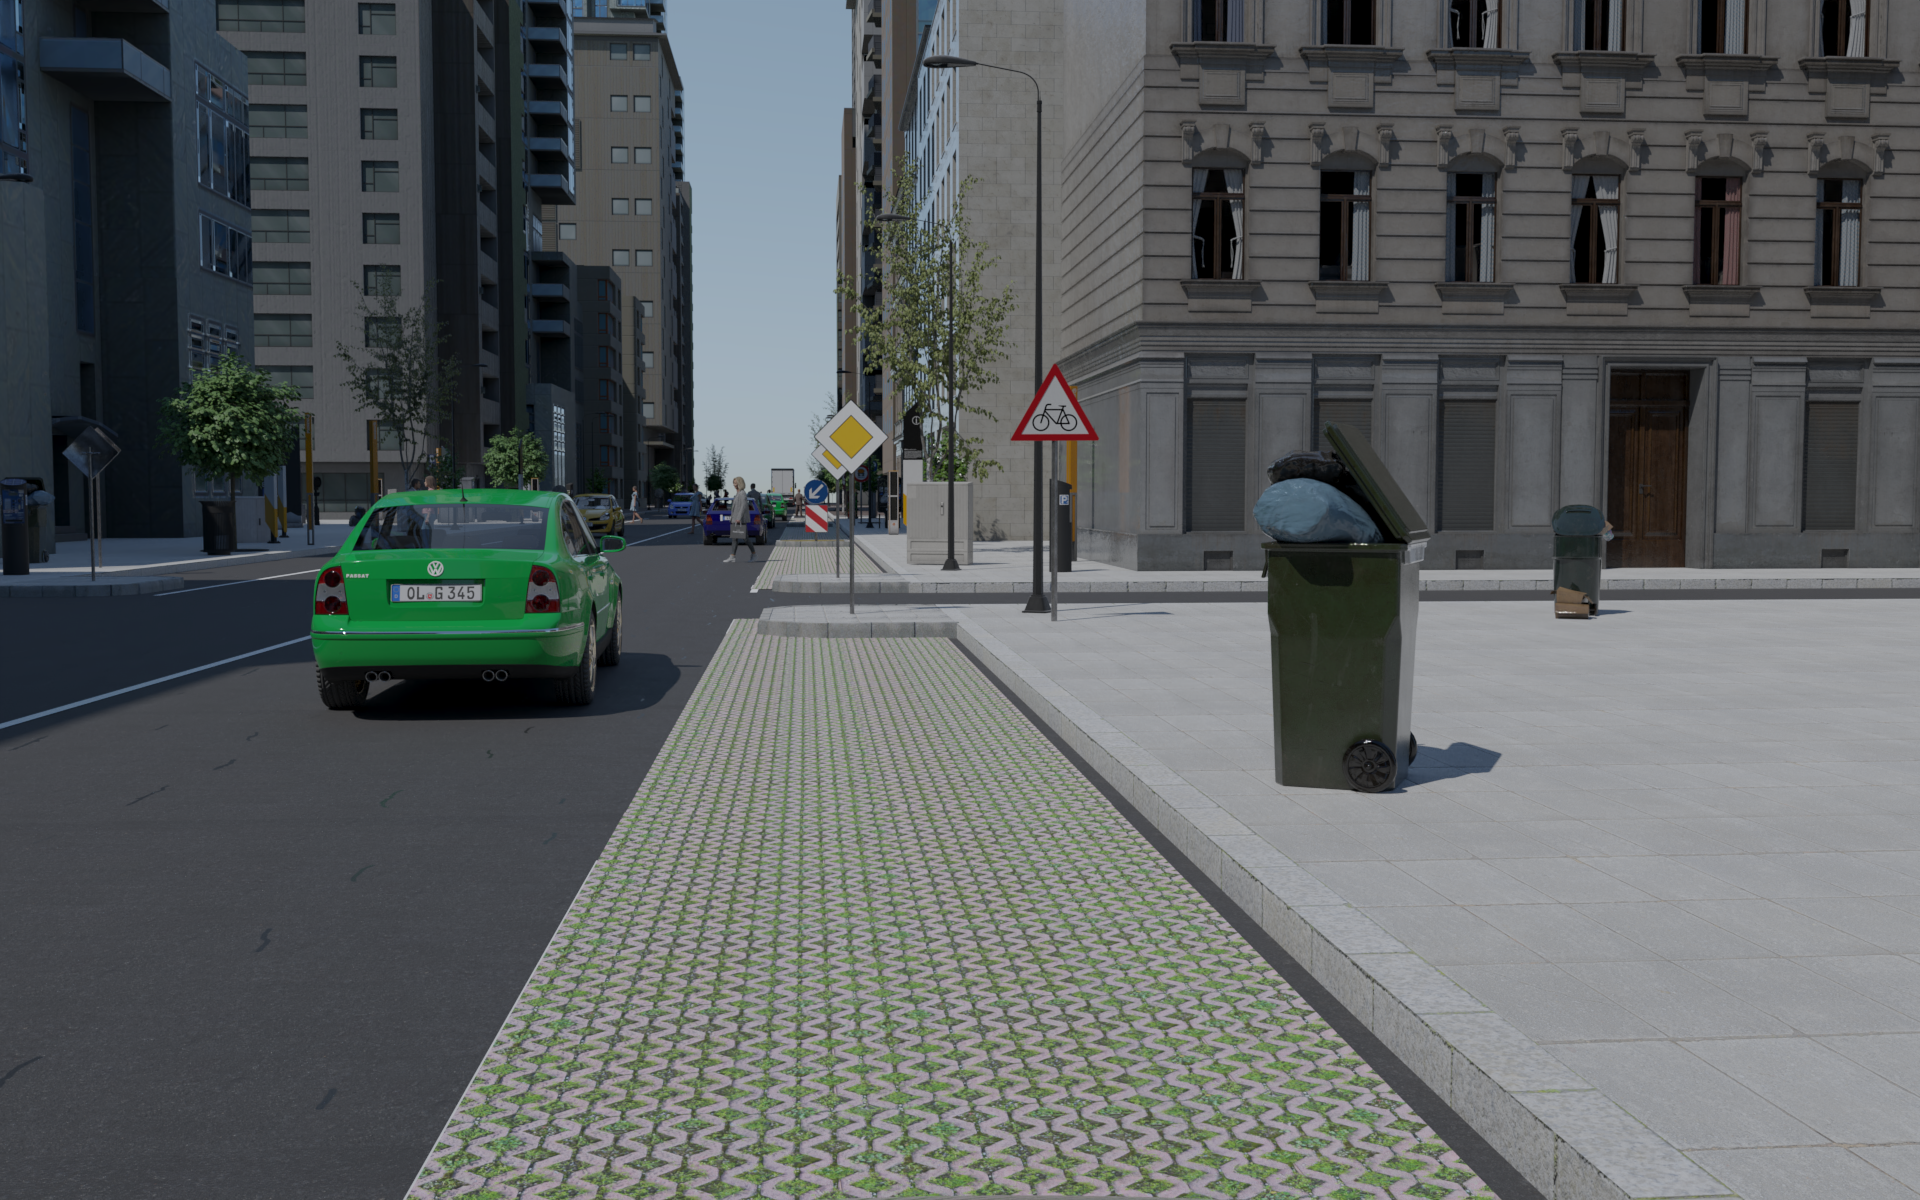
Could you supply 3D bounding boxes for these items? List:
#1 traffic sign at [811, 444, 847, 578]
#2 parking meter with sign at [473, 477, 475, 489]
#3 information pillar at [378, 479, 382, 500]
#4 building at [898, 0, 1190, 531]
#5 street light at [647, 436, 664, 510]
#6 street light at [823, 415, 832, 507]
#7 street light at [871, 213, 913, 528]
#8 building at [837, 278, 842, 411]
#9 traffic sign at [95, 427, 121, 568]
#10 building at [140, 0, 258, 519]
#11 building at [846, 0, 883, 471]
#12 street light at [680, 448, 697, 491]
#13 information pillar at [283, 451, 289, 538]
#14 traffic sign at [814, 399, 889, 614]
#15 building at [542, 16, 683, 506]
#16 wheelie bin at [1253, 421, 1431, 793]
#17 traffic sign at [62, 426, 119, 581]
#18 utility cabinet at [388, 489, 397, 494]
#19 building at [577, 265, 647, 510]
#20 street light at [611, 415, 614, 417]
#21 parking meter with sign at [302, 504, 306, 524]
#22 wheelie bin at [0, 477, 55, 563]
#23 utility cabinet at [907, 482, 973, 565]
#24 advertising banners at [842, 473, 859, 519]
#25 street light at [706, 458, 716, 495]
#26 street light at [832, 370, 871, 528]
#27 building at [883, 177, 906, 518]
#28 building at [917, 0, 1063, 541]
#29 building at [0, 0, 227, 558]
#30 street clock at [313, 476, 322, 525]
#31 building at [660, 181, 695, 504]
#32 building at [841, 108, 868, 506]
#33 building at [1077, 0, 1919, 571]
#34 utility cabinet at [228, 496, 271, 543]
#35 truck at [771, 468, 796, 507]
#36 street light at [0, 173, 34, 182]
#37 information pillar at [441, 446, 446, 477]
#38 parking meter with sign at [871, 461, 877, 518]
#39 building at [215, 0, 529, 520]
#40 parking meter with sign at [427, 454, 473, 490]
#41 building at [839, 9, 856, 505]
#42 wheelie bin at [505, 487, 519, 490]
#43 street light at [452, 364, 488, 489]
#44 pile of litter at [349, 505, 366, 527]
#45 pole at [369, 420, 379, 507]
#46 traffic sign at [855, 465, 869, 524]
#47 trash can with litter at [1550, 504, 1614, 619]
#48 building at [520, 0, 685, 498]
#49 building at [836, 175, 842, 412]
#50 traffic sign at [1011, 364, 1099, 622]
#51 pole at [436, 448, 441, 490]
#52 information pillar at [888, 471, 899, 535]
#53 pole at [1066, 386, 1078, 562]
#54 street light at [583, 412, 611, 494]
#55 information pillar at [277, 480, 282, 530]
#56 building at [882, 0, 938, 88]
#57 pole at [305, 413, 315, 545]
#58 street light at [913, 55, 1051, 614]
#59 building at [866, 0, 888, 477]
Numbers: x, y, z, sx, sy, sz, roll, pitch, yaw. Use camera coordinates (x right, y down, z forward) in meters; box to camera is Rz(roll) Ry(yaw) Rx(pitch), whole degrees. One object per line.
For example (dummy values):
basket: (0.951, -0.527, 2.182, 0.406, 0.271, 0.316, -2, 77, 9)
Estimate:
traffic sign: (-1.869, -1.393, 26.423, 0.795, 2.450, 0.064, 0, 4, -5)
parking meter with sign: (-22.513, -5.058, 78.951, 1.738, 3.016, 0.543, 0, 4, -2)
information pillar: (-28.241, -4.874, 84.175, 0.304, 2.012, 0.304, -1, 4, -22)
building: (2.762, -13.730, 73.642, 9.793, 20.994, 18.267, 0, 4, -5)
street light: (-24.332, -10.145, 138.417, 1.470, 5.913, 1.316, 0, 4, -5)
street light: (-7.385, -8.052, 104.198, 1.470, 5.913, 1.316, 0, 4, -5)
street light: (-0.689, -3.447, 28.892, 1.470, 5.913, 1.316, 0, 4, -5)
building: (-9.468, -28.194, 232.674, 14.160, 30.474, 14.107, 0, 4, -5)
traffic sign: (-14.953, -1.766, 30.064, 0.795, 2.450, 0.064, 0, 4, -1)
building: (-36.282, -48.952, 113.031, 22.319, 86.520, 31.000, 0, 4, -5)
building: (4.095, -35.038, 162.110, 28.713, 52.752, 27.495, 0, 4, -5)
street light: (-27.595, -12.361, 174.648, 1.470, 5.913, 1.316, 0, 4, -5)
information pillar: (-19.947, -3.644, 50.935, 0.183, 3.616, 0.504, -3, 5, -40)
traffic sign: (-1.158, -0.907, 18.469, 0.795, 2.450, 0.064, 0, 4, -5)
building: (-46.504, -37.155, 196.727, 28.713, 52.752, 27.495, 0, 4, -5)
wheelie bin: (1.690, 0.013, 7.698, 0.693, 1.594, 0.980, 1, 4, 23)
traffic sign: (-12.772, -1.335, 25.471, 0.795, 2.450, 0.064, 0, 4, -5)
utility cabinet: (-25.063, -4.144, 76.435, 0.318, 1.500, 1.173, -1, 4, -22)
building: (-41.554, -18.319, 144.557, 27.650, 21.520, 28.899, 0, 4, -5)
street light: (-20.958, -7.883, 101.421, 1.470, 5.913, 1.316, 0, 4, -5)
parking meter with sign: (-29.084, -4.822, 75.107, 1.738, 3.016, 0.543, 2, 4, 31)
wheelie bin: (-17.328, -1.483, 32.156, 0.980, 1.594, 0.693, -1, 4, -13)
utility cabinet: (-0.367, -1.384, 31.308, 1.173, 1.500, 0.318, 1, 4, 19)
advertising banners: (-5.722, -5.727, 89.821, 0.090, 3.025, 2.074, -2, 4, -27)
street light: (-31.792, -15.197, 221.012, 1.470, 5.913, 1.316, 0, 4, -5)
street light: (-3.940, -5.663, 65.125, 1.470, 5.913, 1.316, 0, 4, -5)
building: (1.636, -13.932, 92.415, 10.561, 19.102, 19.286, 0, 4, -5)
building: (4.389, -12.283, 55.572, 10.420, 20.320, 16.860, 0, 4, -5)
building: (-30.959, -44.393, 38.501, 22.319, 86.520, 31.000, 0, 4, -5)
street clock: (-26.329, -4.052, 70.815, 0.358, 2.002, 0.471, 1, 4, 16)
building: (-41.317, -32.784, 219.612, 14.154, 41.232, 14.086, 0, 4, -5)
building: (-6.395, -33.485, 197.589, 14.600, 45.320, 14.200, 0, 4, -5)
building: (11.405, -11.276, 33.515, 18.267, 20.994, 9.793, 0, 4, -5)
utility cabinet: (-18.656, -2.101, 45.519, 0.306, 1.237, 1.020, 3, 4, 37)
truck: (-19.746, -12.515, 193.538, 2.839, 4.237, 11.283, 0, 4, -5)
street light: (-14.106, -3.219, 25.170, 1.470, 5.913, 1.316, 0, 4, -5)
information pillar: (-25.176, -5.719, 84.868, 0.504, 3.616, 0.183, 2, 4, 24)
parking meter with sign: (-4.642, -5.876, 92.335, 0.543, 3.016, 1.738, 0, 3, 0)
building: (-31.114, -19.552, 91.376, 14.160, 30.474, 14.107, 0, 4, -5)
parking meter with sign: (-22.377, -4.867, 75.835, 1.738, 3.016, 0.543, 1, 4, 12)
building: (-5.043, -47.469, 214.362, 20.563, 71.187, 20.611, 0, 4, -5)
wheelie bin: (-20.450, -4.368, 79.324, 0.980, 1.594, 0.693, 0, 4, -3)
street light: (-17.506, -5.457, 61.760, 1.470, 5.913, 1.316, 0, 4, -5)
pile of litter: (-23.560, -3.350, 68.746, 1.176, 0.858, 1.719, 2, 4, 26)
pole: (-16.247, -3.315, 48.037, 0.158, 3.312, 0.155, 0, 3, 0)
traffic sign: (-4.249, -4.547, 74.448, 0.768, 2.556, 0.104, 0, 4, -2)
trash can with litter: (6.502, -0.411, 18.110, 0.624, 1.170, 1.055, 1, 4, 20)
building: (-48.236, -56.737, 240.321, 22.319, 86.520, 31.000, 0, 4, -5)
building: (-6.960, -38.320, 250.238, 21.300, 48.544, 21.600, 0, 4, -5)
traffic sign: (0.948, -1.063, 17.382, 0.884, 2.594, 0.081, 0, 4, 0)
pole: (-23.147, -5.086, 77.001, 0.158, 3.312, 0.155, 0, 3, 0)
information pillar: (-2.097, -3.053, 54.411, 0.304, 2.012, 0.304, -1, 4, -10)
pole: (2.119, -2.384, 32.820, 0.158, 3.312, 0.155, 0, 3, 0)
street light: (-20.743, -7.673, 97.994, 1.470, 5.913, 1.316, 0, 4, -5)
information pillar: (-24.482, -3.531, 62.226, 0.304, 2.012, 0.304, -3, 5, -40)
building: (2.156, -28.271, 112.344, 14.600, 45.320, 14.200, 0, 4, -5)
pole: (-16.302, -3.032, 43.414, 0.158, 3.312, 0.155, 0, 3, 0)
street light: (0.305, -2.814, 18.550, 1.470, 5.913, 1.316, 0, 4, -5)
building: (4.075, -29.326, 134.111, 22.147, 44.769, 28.867, 0, 4, -5)
